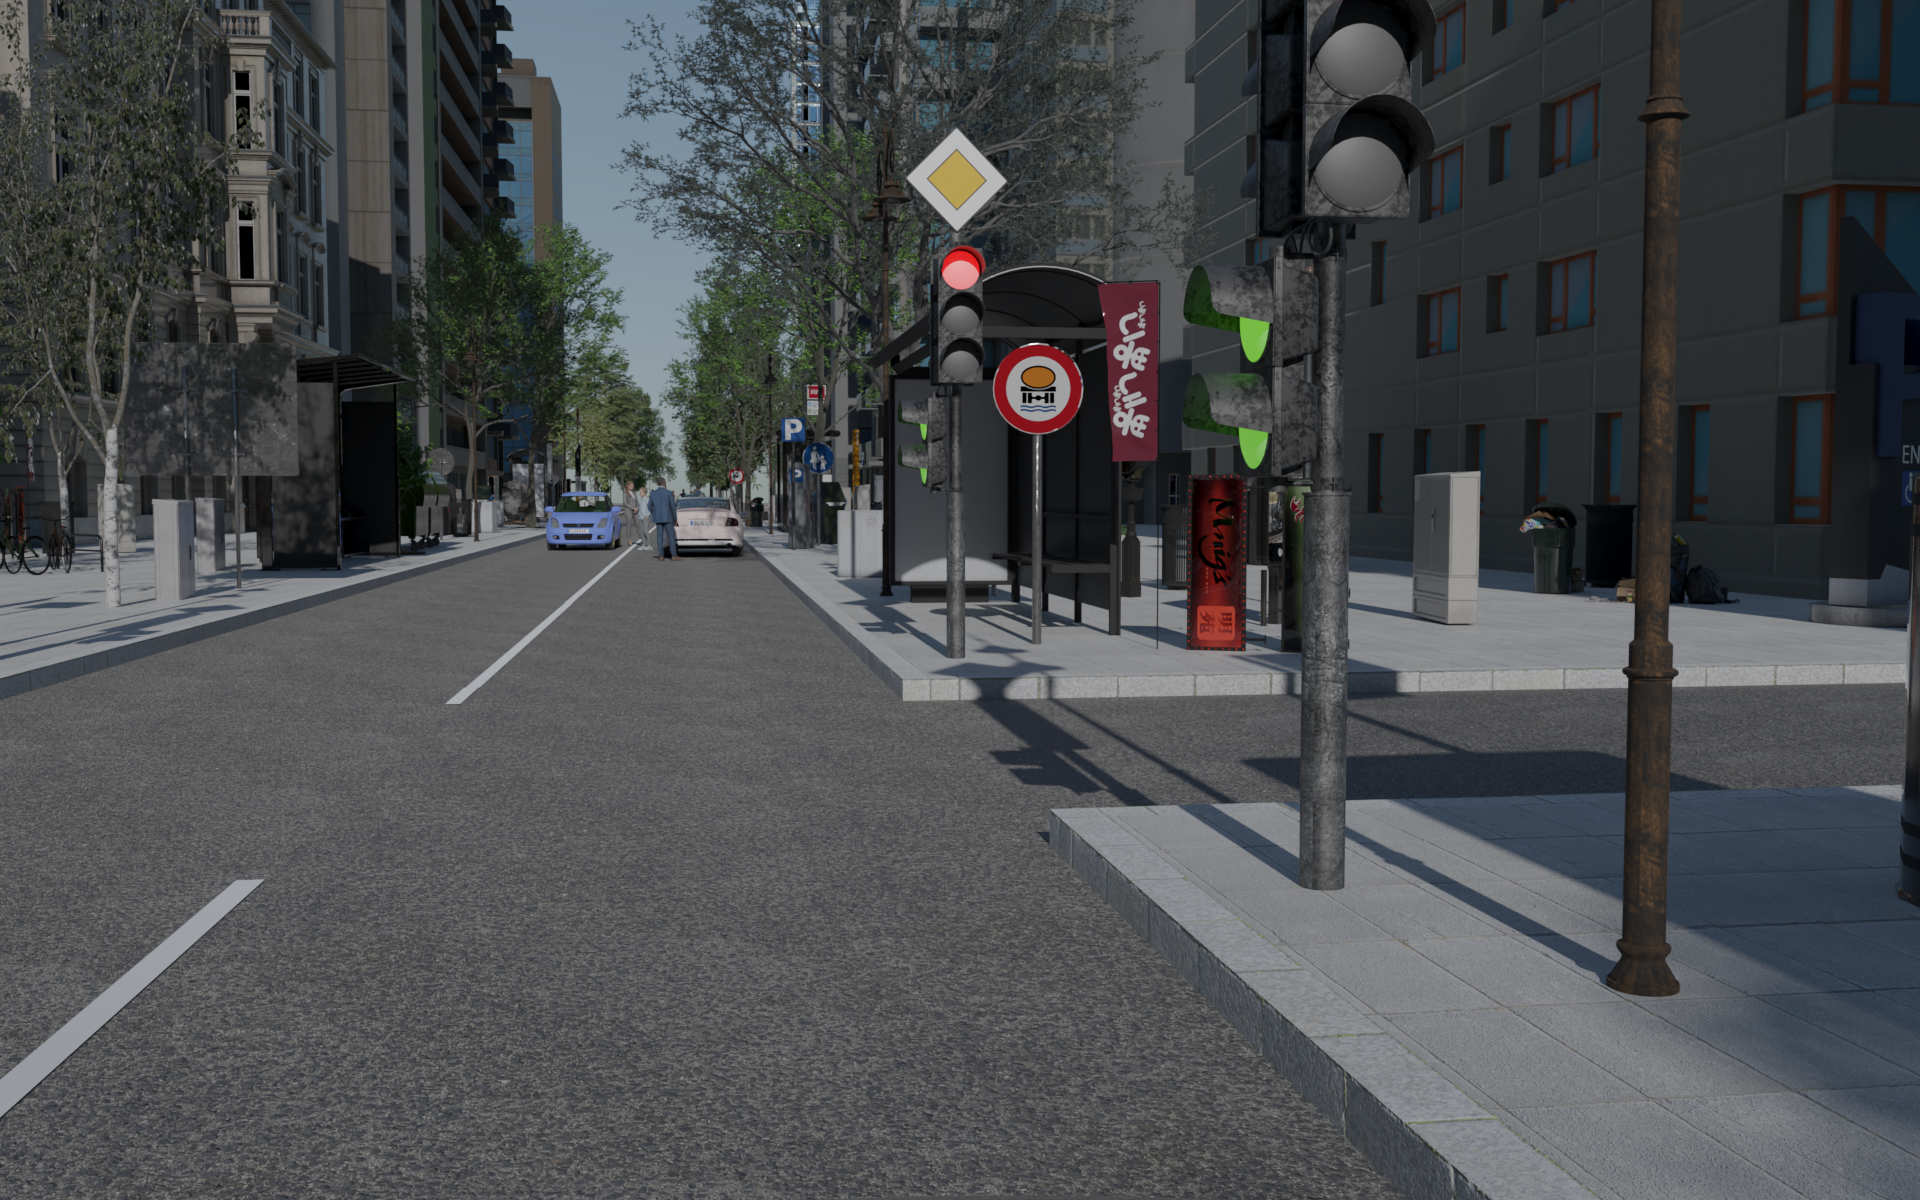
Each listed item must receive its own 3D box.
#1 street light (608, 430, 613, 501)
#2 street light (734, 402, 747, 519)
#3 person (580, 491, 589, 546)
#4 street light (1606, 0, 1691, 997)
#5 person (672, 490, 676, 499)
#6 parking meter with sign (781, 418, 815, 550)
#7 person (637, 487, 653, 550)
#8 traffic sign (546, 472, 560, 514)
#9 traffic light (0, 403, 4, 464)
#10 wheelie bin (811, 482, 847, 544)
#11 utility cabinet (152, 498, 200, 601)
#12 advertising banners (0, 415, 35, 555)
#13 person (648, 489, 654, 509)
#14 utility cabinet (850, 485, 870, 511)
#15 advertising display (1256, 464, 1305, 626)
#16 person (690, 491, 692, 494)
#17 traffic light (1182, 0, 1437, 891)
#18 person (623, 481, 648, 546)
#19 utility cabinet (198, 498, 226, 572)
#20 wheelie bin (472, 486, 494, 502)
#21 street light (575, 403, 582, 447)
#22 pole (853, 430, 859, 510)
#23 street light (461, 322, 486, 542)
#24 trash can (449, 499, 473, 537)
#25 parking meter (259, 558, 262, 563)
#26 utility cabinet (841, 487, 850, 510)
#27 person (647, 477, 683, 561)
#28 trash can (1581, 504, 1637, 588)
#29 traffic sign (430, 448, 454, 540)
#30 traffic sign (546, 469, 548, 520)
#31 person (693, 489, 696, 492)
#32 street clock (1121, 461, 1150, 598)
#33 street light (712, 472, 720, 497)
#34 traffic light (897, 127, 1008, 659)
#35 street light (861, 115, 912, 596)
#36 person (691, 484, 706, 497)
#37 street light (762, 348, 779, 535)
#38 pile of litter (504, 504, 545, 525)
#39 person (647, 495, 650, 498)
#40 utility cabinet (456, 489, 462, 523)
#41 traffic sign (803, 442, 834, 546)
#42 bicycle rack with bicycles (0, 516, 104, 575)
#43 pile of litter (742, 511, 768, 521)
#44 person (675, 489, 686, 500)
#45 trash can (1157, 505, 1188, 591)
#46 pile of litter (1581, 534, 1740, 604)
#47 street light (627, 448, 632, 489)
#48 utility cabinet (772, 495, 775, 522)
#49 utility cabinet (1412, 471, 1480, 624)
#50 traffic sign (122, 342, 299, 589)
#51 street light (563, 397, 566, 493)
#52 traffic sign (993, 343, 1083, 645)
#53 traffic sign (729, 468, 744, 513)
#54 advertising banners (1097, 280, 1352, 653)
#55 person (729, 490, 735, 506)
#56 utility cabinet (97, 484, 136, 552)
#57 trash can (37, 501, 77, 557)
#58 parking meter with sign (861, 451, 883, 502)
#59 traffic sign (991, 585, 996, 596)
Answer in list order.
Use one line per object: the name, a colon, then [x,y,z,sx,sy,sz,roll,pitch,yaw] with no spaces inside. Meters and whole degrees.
street light: [-24.492,-9.085,121.322,0.468,5.910,1.993,-1,4,-9]
street light: [-11.013,-7.012,87.438,0.468,5.910,1.993,-1,4,-9]
person: [-10.321,-2.233,47.610,0.503,1.515,0.523,1,4,21]
street light: [1.776,-1.929,4.326,0.468,5.910,1.993,-1,4,-9]
person: [-31.510,-11.143,190.619,0.705,1.831,1.348,-2,4,-32]
parking meter with sign: [-3.726,-2.700,40.403,0.543,3.016,1.738,0,4,5]
person: [-8.092,-2.085,44.393,0.330,1.601,0.589,-2,4,-32]
traffic sign: [-20.136,-5.161,85.575,0.795,2.450,0.064,0,4,-8]
traffic light: [-7.324,-1.431,12.313,0.839,4.253,0.868,-1,4,-9]
wheelie bin: [-3.395,-2.237,44.484,0.980,1.594,0.693,-3,4,-37]
utility cabinet: [-9.648,-0.620,21.299,0.306,1.237,1.020,-1,4,-14]
advertising banners: [-20.345,-2.523,37.443,0.090,3.025,2.074,-1,4,-9]
person: [-24.545,-7.933,138.210,1.348,1.823,0.705,-3,5,-44]
utility cabinet: [-2.312,-1.955,40.641,0.318,1.500,1.173,0,4,-7]
advertising display: [3.179,-0.730,17.157,0.123,1.923,0.974,2,4,32]
person: [-22.644,-8.368,146.028,1.217,1.735,0.721,1,4,13]
traffic light: [1.165,-1.017,5.553,0.839,4.253,0.868,-1,4,-9]
person: [-8.956,-2.380,47.694,0.573,1.790,0.520,1,4,23]
utility cabinet: [-12.547,-1.093,29.034,0.306,1.237,1.020,-1,4,-14]
wheelie bin: [-17.859,-3.475,64.725,0.980,1.594,0.693,0,4,-3]
street light: [-19.429,-7.056,88.159,0.468,5.910,1.993,-1,4,-9]
pole: [-3.295,-3.735,54.911,0.158,3.312,0.155,0,3,0]
street light: [-13.066,-4.517,46.636,0.468,5.910,1.993,-1,4,-9]
trash can: [-14.932,-2.455,51.785,0.748,1.137,0.748,0,3,0]
parking meter: [-12.990,-1.477,32.564,0.372,1.533,0.369,0,3,0]
utility cabinet: [-3.882,-2.763,53.856,0.318,1.500,1.173,3,4,38]
person: [-6.337,-1.742,37.159,0.721,1.800,0.419,0,4,1]
trash can: [8.928,-0.744,23.825,0.748,1.137,0.748,0,3,0]
traffic sign: [-14.348,-2.920,47.844,0.768,2.556,0.104,0,4,-3]
traffic sign: [-20.615,-5.277,86.380,0.768,2.556,0.104,0,4,-7]
person: [-13.104,-4.658,85.667,0.512,1.701,0.522,3,5,39]
street clock: [2.127,-1.037,21.519,0.358,2.002,0.471,-3,4,-37]
street light: [-25.235,-12.633,179.337,0.468,5.910,1.993,-1,4,-9]
traffic light: [-0.051,-1.500,13.445,0.839,4.253,0.868,-1,4,-9]
street light: [-0.925,-2.988,21.640,0.468,5.910,1.993,-1,4,-9]
person: [-10.302,-3.634,67.899,0.794,1.824,0.713,1,4,8]
street light: [-5.993,-5.014,54.763,0.468,5.910,1.993,-1,4,-9]
pile of litter: [-18.322,-3.584,72.570,1.719,0.858,1.176,1,4,10]
person: [-22.587,-7.118,124.755,0.599,1.838,0.709,-2,4,-29]
utility cabinet: [-21.860,-4.049,74.877,0.318,1.500,1.173,0,4,1]
traffic sign: [-3.485,-2.604,42.687,0.768,2.556,0.104,0,4,-3]
bicycle rack with bicycles: [-15.320,-0.905,28.179,2.925,0.926,2.852,3,5,42]
pile of litter: [-9.916,-4.296,84.201,1.719,0.858,1.176,-1,4,-22]
person: [-20.440,-7.305,127.956,1.348,1.822,0.705,-1,4,-21]
trash can: [3.008,-0.707,23.213,0.748,1.137,0.748,0,3,0]
pile of litter: [8.345,-0.406,20.608,1.719,0.858,1.176,2,4,26]
street light: [-29.731,-11.135,154.851,0.468,5.910,1.993,-1,4,-9]
utility cabinet: [-8.312,-4.259,80.799,1.020,1.237,0.306,-2,4,-28]
utility cabinet: [4.862,-0.533,17.401,0.318,1.500,1.173,0,4,-2]
traffic sign: [-10.089,-1.802,23.344,2.265,3.308,0.079,0,4,-5]
street light: [-18.112,-6.517,79.339,0.468,5.910,1.993,-1,4,-9]
traffic sign: [0.657,-0.894,14.724,0.768,2.556,0.104,0,4,-4]
traffic sign: [-11.024,-5.225,85.534,0.768,2.556,0.104,0,4,-2]
advertising banners: [2.126,-1.095,14.084,2.074,3.025,0.090,1,4,17]
person: [-21.825,-9.655,166.363,1.348,1.823,0.705,3,5,43]
utility cabinet: [-18.517,-1.796,38.049,1.173,1.500,0.318,3,5,41]
trash can: [-18.570,-1.468,35.654,0.748,1.137,0.748,0,3,0]
parking meter with sign: [-3.137,-4.580,71.150,1.738,3.016,0.543,-1,4,-15]
traffic sign: [0.426,-1.328,21.716,0.884,2.594,0.081,0,4,-5]
